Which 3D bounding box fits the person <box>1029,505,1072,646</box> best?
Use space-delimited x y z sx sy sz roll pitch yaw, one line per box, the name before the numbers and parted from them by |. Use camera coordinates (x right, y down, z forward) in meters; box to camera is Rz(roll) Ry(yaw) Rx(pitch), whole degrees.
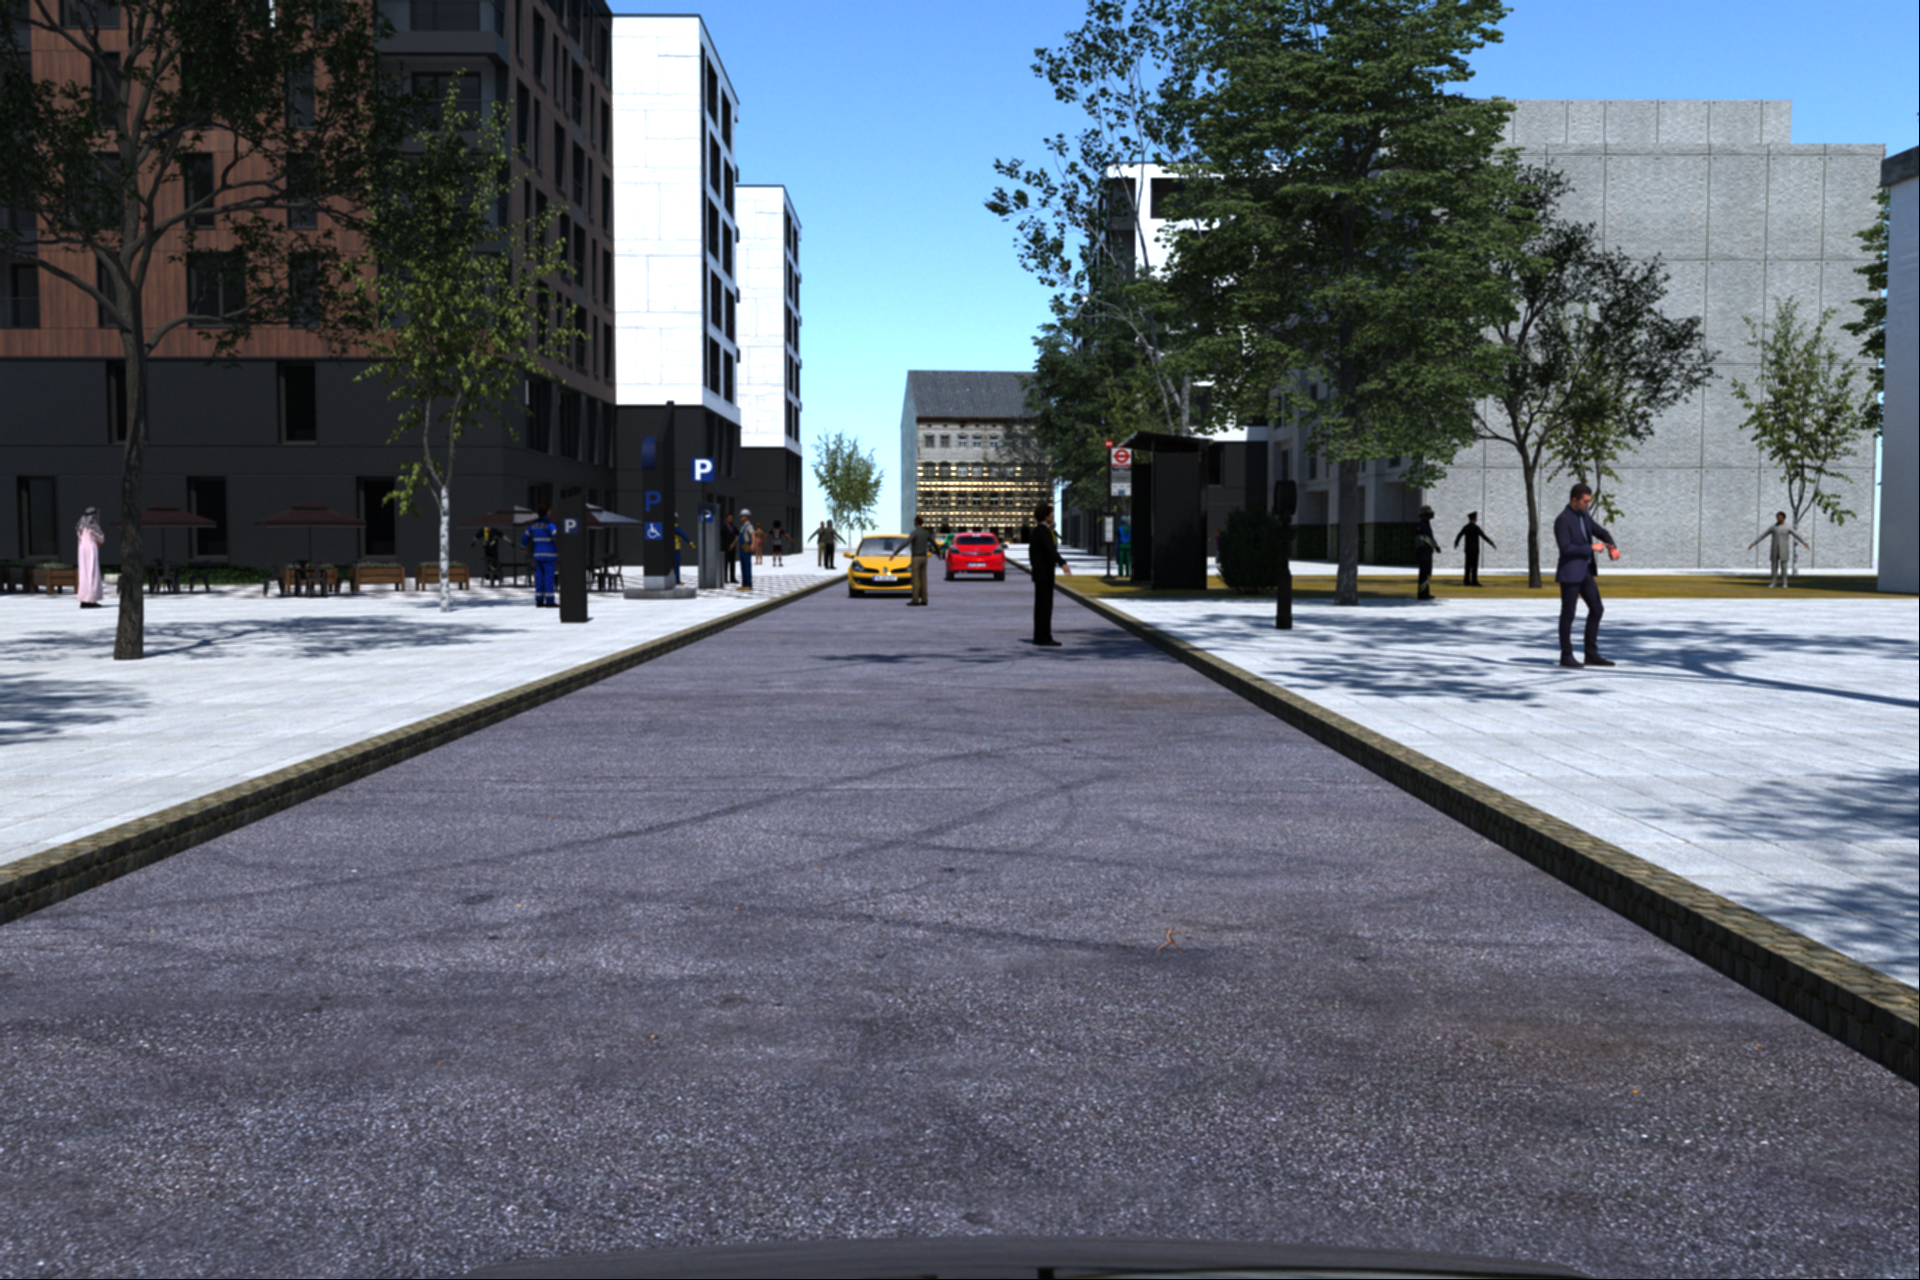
person | 1.107 -0.833 22.269 0.705 1.806 1.347 -1 4 -16

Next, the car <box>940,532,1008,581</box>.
car | 0.455 -2.768 54.289 2.155 1.783 4.494 0 4 -1

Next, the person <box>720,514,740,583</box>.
person | -5.990 -2.376 45.073 1.346 1.802 0.704 -3 5 -42

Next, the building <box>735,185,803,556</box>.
building | -24.200 -15.618 99.321 27.936 21.610 32.646 0 4 -1

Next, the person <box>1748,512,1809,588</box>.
person | 19.407 -2.130 41.019 1.347 1.806 0.705 3 5 40

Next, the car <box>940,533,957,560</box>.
car | -0.139 -5.511 98.901 1.959 1.807 4.718 0 4 -1

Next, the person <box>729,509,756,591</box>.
person | -4.879 -2.041 39.230 0.705 1.847 1.347 -2 4 -29

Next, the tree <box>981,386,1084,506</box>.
tree | 6.820 -14.060 140.243 12.009 13.543 11.850 0 3 0

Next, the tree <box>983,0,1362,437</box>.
tree | 6.958 -12.401 58.637 12.611 20.169 13.585 0 3 0

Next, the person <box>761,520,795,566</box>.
person | -7.254 -3.835 68.840 1.345 1.843 0.704 0 4 6

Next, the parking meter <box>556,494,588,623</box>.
parking meter | -5.623 -1.185 25.084 0.399 1.863 0.255 0 4 0

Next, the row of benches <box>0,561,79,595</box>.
row of benches | -20.468 -1.383 38.073 4.104 0.672 1.422 3 5 44

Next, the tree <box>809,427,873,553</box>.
tree | -8.380 -10.336 119.360 4.737 8.622 4.395 0 3 0

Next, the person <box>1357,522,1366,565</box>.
person | 16.088 -3.969 70.664 1.354 1.858 0.705 -3 5 -44

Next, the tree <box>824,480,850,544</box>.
tree | -15.619 -17.151 230.774 4.360 8.622 3.978 0 3 0

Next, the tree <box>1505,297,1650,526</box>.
tree | 19.137 -6.275 52.954 4.737 8.622 4.395 0 3 0

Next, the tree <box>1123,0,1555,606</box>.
tree | 6.824 -6.914 31.173 7.486 12.596 7.792 0 3 0

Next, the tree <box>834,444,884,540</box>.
tree | -7.939 -11.544 139.104 4.737 8.622 4.395 0 3 0

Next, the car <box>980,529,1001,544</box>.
car | 0.887 -4.264 79.500 2.009 1.686 4.222 0 4 -1

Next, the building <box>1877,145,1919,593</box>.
building | 25.291 -5.075 25.129 9.099 9.664 28.070 0 4 0

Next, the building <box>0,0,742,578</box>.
building | -24.118 -13.587 66.114 27.936 21.610 32.646 0 4 -1

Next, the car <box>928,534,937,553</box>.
car | -1.542 -7.389 130.604 2.009 1.686 4.222 0 3 0

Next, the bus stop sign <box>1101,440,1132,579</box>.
bus stop sign | 4.430 -3.688 48.995 0.855 3.939 0.416 0 4 -1

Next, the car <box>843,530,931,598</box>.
car | -1.661 -1.834 40.213 2.015 1.641 3.980 0 3 0

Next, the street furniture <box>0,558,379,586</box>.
street furniture | -20.388 -1.842 45.744 10.072 0.657 5.734 1 4 15

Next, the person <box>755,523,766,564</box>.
person | -8.576 -4.059 73.175 0.721 1.733 1.217 2 4 34

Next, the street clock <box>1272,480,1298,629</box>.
street clock | 4.378 -1.148 23.346 0.358 2.002 0.471 0 4 0

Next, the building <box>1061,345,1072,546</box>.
building | 25.678 -21.994 203.572 27.936 21.610 32.646 0 4 0

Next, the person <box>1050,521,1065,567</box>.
person | 3.732 -3.759 67.918 0.721 1.772 1.216 -2 4 -32

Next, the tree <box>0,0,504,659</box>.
tree | -8.254 -5.091 17.659 7.601 10.594 8.767 -3 4 -39

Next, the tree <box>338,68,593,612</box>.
tree | -8.374 -4.774 28.423 4.737 8.622 4.395 0 3 0

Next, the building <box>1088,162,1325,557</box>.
building | 22.036 -16.371 111.637 27.936 21.610 32.646 0 3 0

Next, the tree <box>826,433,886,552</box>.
tree | -7.835 -10.750 126.131 4.737 8.622 4.395 0 3 0

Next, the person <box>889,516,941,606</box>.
person | -0.838 -1.584 34.630 1.348 1.796 0.705 -3 5 -43

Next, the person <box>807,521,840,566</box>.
person | -5.439 -3.820 68.732 1.348 1.796 0.705 -2 4 -24

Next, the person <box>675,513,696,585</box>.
person | -7.191 -2.305 43.658 1.349 1.833 0.705 3 5 40

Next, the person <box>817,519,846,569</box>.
person | -4.736 -3.493 63.233 1.348 1.813 0.705 3 4 36

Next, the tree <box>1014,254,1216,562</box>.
tree | 7.377 -10.656 80.877 9.857 13.997 8.962 0 3 0

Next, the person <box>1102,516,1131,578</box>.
person | 4.793 -2.735 50.844 1.347 1.817 0.704 -2 4 -27

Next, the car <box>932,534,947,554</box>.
car | -1.138 -7.056 125.582 2.015 1.641 3.980 0 4 0

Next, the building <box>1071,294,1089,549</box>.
building | 24.338 -19.585 164.181 27.936 21.610 32.646 0 4 0

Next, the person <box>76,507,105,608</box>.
person | -15.065 -1.427 30.040 0.551 1.740 0.621 2 4 24

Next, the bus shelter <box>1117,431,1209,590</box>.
bus shelter | 4.958 -3.146 42.716 1.731 3.624 6.357 0 4 1

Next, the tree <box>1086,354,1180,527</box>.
tree | 7.059 -7.414 71.581 4.737 8.622 4.395 0 3 0

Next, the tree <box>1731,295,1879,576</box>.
tree | 25.707 -6.277 52.986 4.737 8.622 4.395 0 3 0

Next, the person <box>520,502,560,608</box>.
person | -7.227 -1.485 30.253 1.345 1.831 0.704 2 4 31

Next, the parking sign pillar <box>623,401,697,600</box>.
parking sign pillar | -5.989 -2.814 34.476 1.447 3.967 1.447 0 4 1

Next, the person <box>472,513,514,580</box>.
person | -13.104 -2.610 48.457 1.354 1.856 0.705 1 4 16

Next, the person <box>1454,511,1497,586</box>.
person | 12.635 -2.246 42.662 0.705 1.837 1.347 -2 4 -30

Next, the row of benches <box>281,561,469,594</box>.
row of benches | -12.921 -1.419 38.657 4.104 0.672 1.422 -2 4 -31

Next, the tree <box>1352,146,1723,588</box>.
tree | 13.682 -6.528 41.150 8.767 10.594 7.601 0 4 0

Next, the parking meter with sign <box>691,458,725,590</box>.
parking meter with sign | -5.847 -2.706 40.503 0.543 3.016 1.738 0 4 1

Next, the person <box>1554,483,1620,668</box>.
person | 6.052 -0.620 16.631 0.683 1.767 0.568 -3 5 -40

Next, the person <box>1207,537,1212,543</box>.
person | 9.940 -4.000 72.121 1.216 1.740 0.721 -2 4 -27

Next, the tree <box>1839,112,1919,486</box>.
tree | 26.040 -7.673 43.582 7.486 12.596 7.792 0 3 0

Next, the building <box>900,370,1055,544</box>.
building | 2.031 -24.361 231.688 18.063 23.208 19.493 0 4 -8

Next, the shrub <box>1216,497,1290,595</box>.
shrub | 6.234 -2.011 36.929 1.661 2.075 1.752 0 3 0

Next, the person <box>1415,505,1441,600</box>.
person | 9.147 -1.717 33.938 0.704 1.845 1.351 2 4 29

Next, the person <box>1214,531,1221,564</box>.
person | 11.124 -3.978 74.312 0.599 1.433 0.991 0 4 -6

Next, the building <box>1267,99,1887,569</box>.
building | 25.376 -13.017 79.282 16.747 18.905 31.486 0 4 0
